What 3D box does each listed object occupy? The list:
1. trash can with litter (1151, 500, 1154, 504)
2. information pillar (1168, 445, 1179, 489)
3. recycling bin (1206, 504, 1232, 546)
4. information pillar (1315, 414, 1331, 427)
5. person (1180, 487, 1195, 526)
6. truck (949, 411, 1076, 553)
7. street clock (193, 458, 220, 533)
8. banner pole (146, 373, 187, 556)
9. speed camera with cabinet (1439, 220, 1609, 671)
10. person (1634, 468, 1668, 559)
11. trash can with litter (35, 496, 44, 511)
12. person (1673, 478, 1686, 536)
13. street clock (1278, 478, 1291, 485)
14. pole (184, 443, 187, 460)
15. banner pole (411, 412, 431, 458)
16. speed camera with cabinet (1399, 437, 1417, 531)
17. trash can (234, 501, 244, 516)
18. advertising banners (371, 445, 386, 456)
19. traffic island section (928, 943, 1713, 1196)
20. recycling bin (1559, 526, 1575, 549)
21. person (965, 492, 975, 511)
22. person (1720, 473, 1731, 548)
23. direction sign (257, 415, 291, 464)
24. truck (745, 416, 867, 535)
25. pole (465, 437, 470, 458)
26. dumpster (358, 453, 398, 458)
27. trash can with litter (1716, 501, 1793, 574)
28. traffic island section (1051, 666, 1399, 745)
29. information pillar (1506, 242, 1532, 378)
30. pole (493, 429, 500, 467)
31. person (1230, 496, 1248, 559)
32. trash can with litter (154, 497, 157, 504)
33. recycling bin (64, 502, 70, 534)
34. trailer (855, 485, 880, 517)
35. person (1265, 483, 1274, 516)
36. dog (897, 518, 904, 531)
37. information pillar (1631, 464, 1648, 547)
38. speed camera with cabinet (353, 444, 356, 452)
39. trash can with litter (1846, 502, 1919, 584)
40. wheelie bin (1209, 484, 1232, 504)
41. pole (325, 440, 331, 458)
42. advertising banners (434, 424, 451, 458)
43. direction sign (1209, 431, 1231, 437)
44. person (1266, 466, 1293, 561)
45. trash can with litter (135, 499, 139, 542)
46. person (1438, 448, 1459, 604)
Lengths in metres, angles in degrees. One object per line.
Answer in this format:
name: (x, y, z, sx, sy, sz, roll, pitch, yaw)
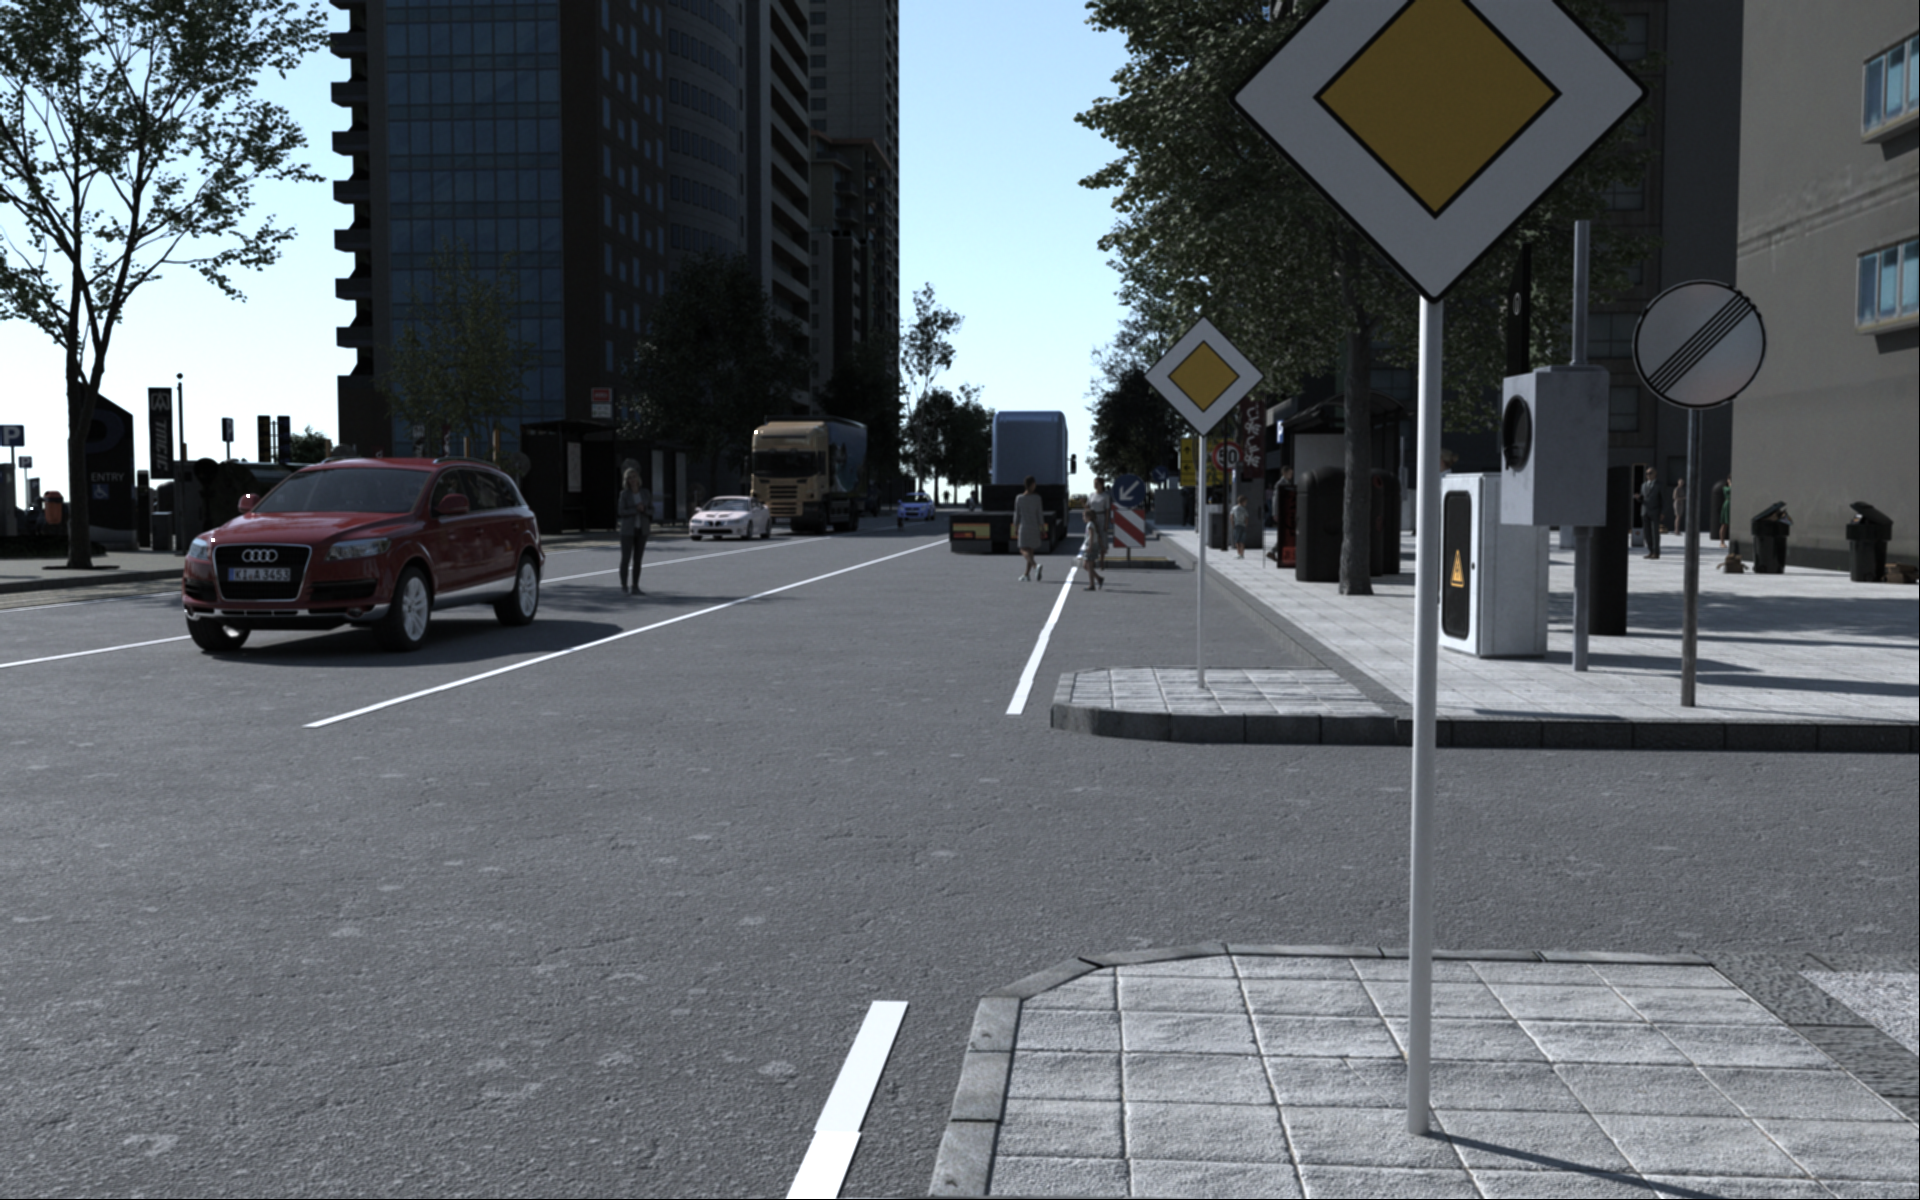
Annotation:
trash can with litter: (9.656, -4.377, 82.958, 0.624, 1.170, 1.055, 3, 5, 40)
information pillar: (10.022, -5.510, 81.438, 0.504, 3.616, 0.183, 0, 4, 5)
recycling bin: (6.441, -1.869, 43.116, 0.722, 1.027, 0.722, -3, 4, -38)
information pillar: (10.568, -3.627, 50.661, 0.504, 3.616, 0.183, 1, 4, 16)
person: (9.199, -3.914, 69.837, 0.655, 1.846, 0.447, 0, 4, 2)
truck: (1.738, -3.693, 50.147, 2.967, 4.110, 18.799, 0, 4, 5)
street clock: (-15.066, -1.841, 34.675, 0.471, 2.002, 0.358, -1, 4, -17)
banner pole: (-16.328, -2.801, 35.811, 0.863, 3.779, 0.401, -1, 4, -9)
speed camera with cabinet: (4.288, -1.160, 13.301, 0.660, 3.252, 2.038, 0, 4, -2)
person: (13.668, -1.719, 34.332, 0.590, 1.801, 0.661, -2, 4, -33)
trash can with litter: (-38.148, -3.718, 71.850, 2.233, 1.210, 1.678, 3, 5, 39)
person: (22.318, -2.892, 53.673, 0.599, 1.781, 0.374, -3, 5, -43)
street clock: (12.698, -3.863, 67.732, 0.471, 2.002, 0.358, -1, 4, -12)
pole: (-30.923, -4.607, 69.167, 0.158, 3.312, 0.155, 0, 3, 0)
banner pole: (-16.301, -3.832, 52.675, 0.401, 3.779, 0.863, 3, 4, 37)
speed camera with cabinet: (15.460, -4.042, 60.429, 0.660, 3.252, 2.038, 2, 4, 32)
trash can: (-13.888, -1.375, 34.136, 0.748, 1.137, 0.748, 0, 3, 0)
advertising banners: (-19.887, -3.999, 61.575, 2.074, 3.025, 0.090, 0, 3, 0)
traffic island section: (0.961, 1.151, 3.467, 2.009, 0.180, 2.903, 0, 4, 5)
recycling bin: (14.521, -1.709, 40.491, 0.722, 1.027, 0.722, -3, 5, -42)
person: (0.533, -4.196, 79.702, 0.523, 1.515, 0.503, -3, 4, -38)
person: (18.504, -2.156, 41.546, 0.600, 1.795, 0.529, -2, 4, -25)
direction sign: (-19.774, -3.548, 50.010, 0.876, 3.537, 0.379, -2, 4, -24)
truck: (-5.533, -4.606, 64.214, 2.839, 4.237, 11.283, 0, 4, 6)
pole: (-17.587, -4.162, 61.890, 0.158, 3.312, 0.155, 0, 3, 0)
dumpster: (-13.864, -2.337, 40.707, 1.502, 2.255, 1.985, 0, 4, 5)
trash can with litter: (12.815, -1.012, 27.938, 1.055, 1.170, 0.624, 1, 4, 16)
traffic island section: (1.632, 0.664, 11.424, 2.009, 0.180, 2.903, 0, 4, 5)
information pillar: (5.275, -1.533, 16.414, 0.183, 3.616, 0.504, 0, 4, 2)
pole: (-14.104, -3.603, 52.758, 0.158, 3.312, 0.155, 0, 3, 0)
person: (5.543, -1.448, 34.403, 0.332, 1.250, 0.352, 3, 4, 37)
trash can with litter: (-32.882, -3.669, 71.371, 0.624, 1.170, 1.055, 0, 4, 6)
recycling bin: (-27.506, -2.526, 53.860, 0.722, 1.027, 0.722, -3, 4, -37)
trailer: (-5.833, -6.049, 105.945, 1.471, 1.999, 3.904, 0, 4, 6)
person: (15.194, -4.826, 84.962, 0.555, 1.821, 0.388, -2, 4, -30)
dog: (-2.320, -2.936, 67.299, 0.540, 0.507, 0.406, 3, 4, 37)
information pillar: (16.471, -2.293, 41.986, 0.304, 2.012, 0.304, 2, 4, 31)
speed camera with cabinet: (-23.824, -4.606, 69.647, 0.660, 3.252, 2.038, 3, 4, 36)
trash can with litter: (13.426, -0.839, 25.099, 0.624, 1.170, 1.055, -2, 4, -31)
wheelie bin: (8.462, -2.925, 55.738, 0.980, 1.594, 0.693, 1, 4, 20)
pole: (-23.611, -4.341, 64.823, 0.158, 3.312, 0.155, 0, 3, 0)
advertising banners: (-12.942, -2.842, 42.649, 0.090, 3.025, 2.074, 0, 4, 8)
direction sign: (9.361, -4.325, 62.708, 0.876, 3.537, 0.379, 2, 4, 27)
person: (6.162, -1.625, 32.732, 0.853, 1.813, 0.709, 2, 4, 29)
trash can with litter: (-20.352, -1.881, 42.138, 0.624, 1.170, 1.055, 1, 4, 16)
person: (5.483, -0.806, 19.452, 0.641, 1.798, 0.478, 2, 4, 29)
